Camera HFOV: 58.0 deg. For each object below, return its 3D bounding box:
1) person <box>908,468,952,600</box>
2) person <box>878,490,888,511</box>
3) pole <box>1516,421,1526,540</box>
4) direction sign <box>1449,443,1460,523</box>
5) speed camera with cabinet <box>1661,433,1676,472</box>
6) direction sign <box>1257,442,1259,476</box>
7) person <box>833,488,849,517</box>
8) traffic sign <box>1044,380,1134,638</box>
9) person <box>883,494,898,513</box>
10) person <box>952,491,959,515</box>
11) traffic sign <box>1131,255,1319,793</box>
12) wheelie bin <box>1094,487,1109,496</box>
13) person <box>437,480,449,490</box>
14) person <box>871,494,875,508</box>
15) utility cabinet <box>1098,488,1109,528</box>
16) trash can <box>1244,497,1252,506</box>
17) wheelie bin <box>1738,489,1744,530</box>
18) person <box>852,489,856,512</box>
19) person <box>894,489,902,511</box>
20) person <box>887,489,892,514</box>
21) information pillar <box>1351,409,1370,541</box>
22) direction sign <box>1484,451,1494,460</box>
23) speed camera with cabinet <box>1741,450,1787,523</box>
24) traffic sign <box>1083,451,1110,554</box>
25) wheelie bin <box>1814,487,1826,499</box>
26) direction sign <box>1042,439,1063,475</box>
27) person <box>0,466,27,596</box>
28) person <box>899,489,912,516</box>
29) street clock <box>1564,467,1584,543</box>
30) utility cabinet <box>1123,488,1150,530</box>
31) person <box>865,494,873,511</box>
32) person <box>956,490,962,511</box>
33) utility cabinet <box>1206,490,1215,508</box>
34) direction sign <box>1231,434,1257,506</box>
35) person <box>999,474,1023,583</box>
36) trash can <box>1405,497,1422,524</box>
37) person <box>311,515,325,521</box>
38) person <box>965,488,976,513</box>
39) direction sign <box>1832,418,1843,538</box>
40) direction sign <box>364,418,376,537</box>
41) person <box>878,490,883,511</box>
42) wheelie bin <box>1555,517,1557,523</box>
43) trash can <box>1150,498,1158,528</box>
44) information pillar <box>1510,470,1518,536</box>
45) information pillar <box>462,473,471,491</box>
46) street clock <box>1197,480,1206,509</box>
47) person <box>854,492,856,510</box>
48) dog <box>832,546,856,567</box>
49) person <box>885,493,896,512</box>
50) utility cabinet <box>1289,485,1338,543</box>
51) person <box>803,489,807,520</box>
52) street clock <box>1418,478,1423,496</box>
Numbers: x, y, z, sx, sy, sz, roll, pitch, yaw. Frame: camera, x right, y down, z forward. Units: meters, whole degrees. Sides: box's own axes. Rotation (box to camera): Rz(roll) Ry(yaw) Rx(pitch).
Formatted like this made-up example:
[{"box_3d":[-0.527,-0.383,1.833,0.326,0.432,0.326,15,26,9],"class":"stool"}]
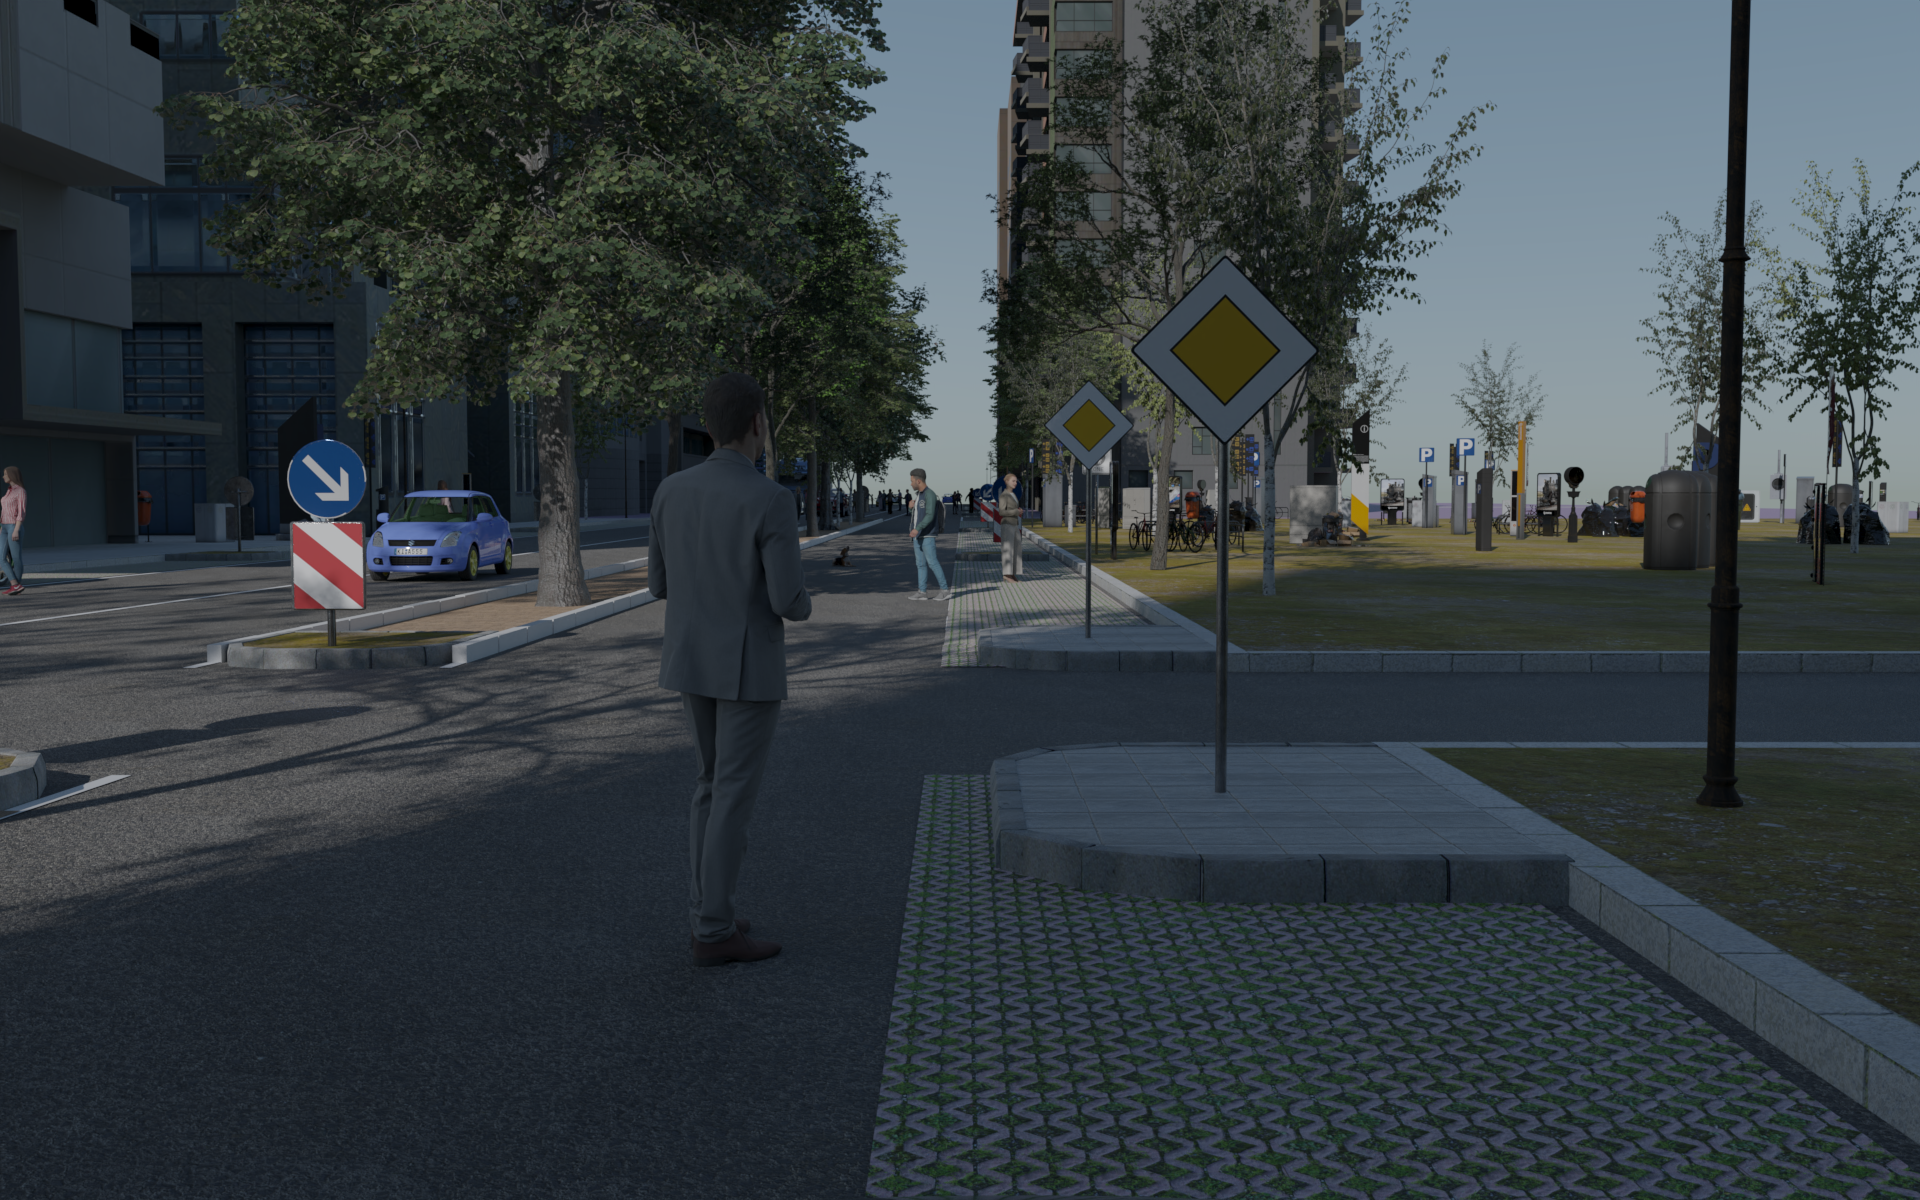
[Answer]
[{"box_3d":[-0.476,-0.891,23.424,0.721,1.781,0.623,-2,4,-31],"class":"person"},{"box_3d":[-6.474,-8.457,146.855,0.705,1.814,1.350,-3,5,-44],"class":"person"},{"box_3d":[15.737,-3.347,48.563,0.158,3.312,0.155,0,3,0],"class":"pole"},{"box_3d":[22.137,-5.234,77.580,0.379,3.537,0.876,3,5,44],"class":"direction sign"},{"box_3d":[22.762,-3.723,55.208,0.660,3.252,2.038,1,4,17],"class":"speed camera with cabinet"},{"box_3d":[12.483,-5.077,75.000,0.876,3.537,0.379,1,4,13],"class":"direction sign"},{"box_3d":[-7.295,-5.976,106.198,1.348,1.826,0.705,2,4,33],"class":"person"},{"box_3d":[1.140,-0.718,15.380,0.795,2.450,0.064,0,4,0],"class":"traffic sign"},{"box_3d":[-5.197,-7.357,129.499,1.217,1.735,0.721,1,4,18],"class":"person"},{"box_3d":[-0.297,-6.795,121.072,0.593,1.643,0.415,2,4,32],"class":"person"},{"box_3d":[1.120,-0.229,7.395,0.795,2.450,0.064,0,4,0],"class":"traffic sign"},{"box_3d":[6.141,-3.979,72.957,0.980,1.594,0.693,1,4,19],"class":"wheelie bin"},{"box_3d":[-11.621,-1.825,38.928,0.593,1.750,0.643,2,4,28],"class":"person"},{"box_3d":[-9.217,-10.433,182.333,0.557,1.426,1.065,1,4,14],"class":"person"},{"box_3d":[5.484,-3.441,64.933,0.318,1.500,1.173,-2,4,-24],"class":"utility cabinet"},{"box_3d":[13.616,-4.225,80.739,0.748,1.137,0.748,0,3,0],"class":"trash can"},{"box_3d":[27.468,-3.290,61.692,0.980,1.594,0.693,-1,4,-13],"class":"wheelie bin"},{"box_3d":[-8.208,-7.746,135.143,1.348,1.824,0.705,-3,4,-36],"class":"person"},{"box_3d":[-5.261,-8.504,147.415,0.599,1.838,0.709,-2,4,-25],"class":"person"},{"box_3d":[-4.970,-6.978,122.607,0.705,1.823,1.348,-1,4,-10],"class":"person"},{"box_3d":[11.006,-3.438,47.560,0.504,3.616,0.183,0,4,5],"class":"information pillar"},{"box_3d":[27.637,-6.029,90.578,0.876,3.537,0.379,-3,5,-43],"class":"direction sign"},{"box_3d":[35.835,-5.083,77.446,2.038,3.252,0.660,2,4,25],"class":"speed camera with cabinet"},{"box_3d":[2.898,-2.116,36.723,0.606,2.300,0.079,0,4,5],"class":"traffic sign"},{"box_3d":[40.869,-4.571,82.641,0.693,1.594,0.980,-3,4,-38],"class":"wheelie bin"},{"box_3d":[3.810,-4.856,71.396,0.876,3.537,0.379,0,4,-4],"class":"direction sign"},{"box_3d":[-13.460,-0.982,24.562,0.555,1.821,0.388,2,4,26],"class":"person"},{"box_3d":[-3.543,-6.366,113.114,0.750,1.759,0.617,-2,4,-32],"class":"person"},{"box_3d":[16.197,-2.518,45.734,0.471,2.002,0.358,-1,4,-12],"class":"street clock"},{"box_3d":[6.304,-3.261,62.002,0.318,1.500,1.173,-2,4,-34],"class":"utility cabinet"},{"box_3d":[-7.666,-8.211,142.734,1.348,1.826,0.705,-3,5,-39],"class":"person"},{"box_3d":[-0.043,-8.484,147.658,0.683,1.767,0.568,-1,4,-17],"class":"person"},{"box_3d":[13.037,-4.878,88.429,1.173,1.500,0.318,-3,5,-39],"class":"utility cabinet"},{"box_3d":[10.670,-4.494,65.467,0.876,3.537,0.379,0,4,5],"class":"direction sign"},{"box_3d":[0.839,-1.144,27.754,0.362,1.759,0.519,2,4,25],"class":"person"},{"box_3d":[19.394,-3.814,74.005,0.748,1.137,0.748,0,3,0],"class":"trash can"},{"box_3d":[-11.348,-1.265,30.990,0.330,1.601,0.589,1,4,21],"class":"person"},{"box_3d":[0.807,-6.704,117.747,1.348,1.869,0.705,-3,5,-41],"class":"person"},{"box_3d":[25.473,-3.568,50.334,0.379,3.537,0.876,1,4,12],"class":"direction sign"},{"box_3d":[-17.446,-3.624,51.250,0.379,3.537,0.876,0,3,0],"class":"direction sign"},{"box_3d":[-6.864,-8.561,149.145,0.551,1.740,0.621,2,4,30],"class":"person"},{"box_3d":[25.541,-4.113,75.152,0.980,1.594,0.693,3,5,43],"class":"wheelie bin"},{"box_3d":[7.257,-3.248,64.755,0.748,1.137,0.748,0,3,0],"class":"trash can"},{"box_3d":[16.875,-2.932,52.423,0.304,2.012,0.304,-3,5,-41],"class":"information pillar"},{"box_3d":[-17.423,-3.469,61.209,0.304,2.012,0.304,-1,4,-13],"class":"information pillar"},{"box_3d":[12.196,-5.071,87.480,0.358,2.002,0.471,3,5,43],"class":"street clock"},{"box_3d":[-9.469,-9.114,158.452,0.436,1.711,0.756,0,4,-1],"class":"person"},{"box_3d":[-2.286,-0.871,34.434,0.550,0.427,0.748,0,4,6],"class":"dog"},{"box_3d":[-5.643,-8.026,139.868,0.705,1.807,1.348,3,4,38],"class":"person"},{"box_3d":[9.044,-2.177,44.265,1.173,1.500,0.318,1,4,23],"class":"utility cabinet"},{"box_3d":[-8.329,-5.273,95.431,0.721,1.743,1.217,0,4,2],"class":"person"},{"box_3d":[20.460,-4.397,76.461,0.471,2.002,0.358,1,4,14],"class":"street clock"}]
